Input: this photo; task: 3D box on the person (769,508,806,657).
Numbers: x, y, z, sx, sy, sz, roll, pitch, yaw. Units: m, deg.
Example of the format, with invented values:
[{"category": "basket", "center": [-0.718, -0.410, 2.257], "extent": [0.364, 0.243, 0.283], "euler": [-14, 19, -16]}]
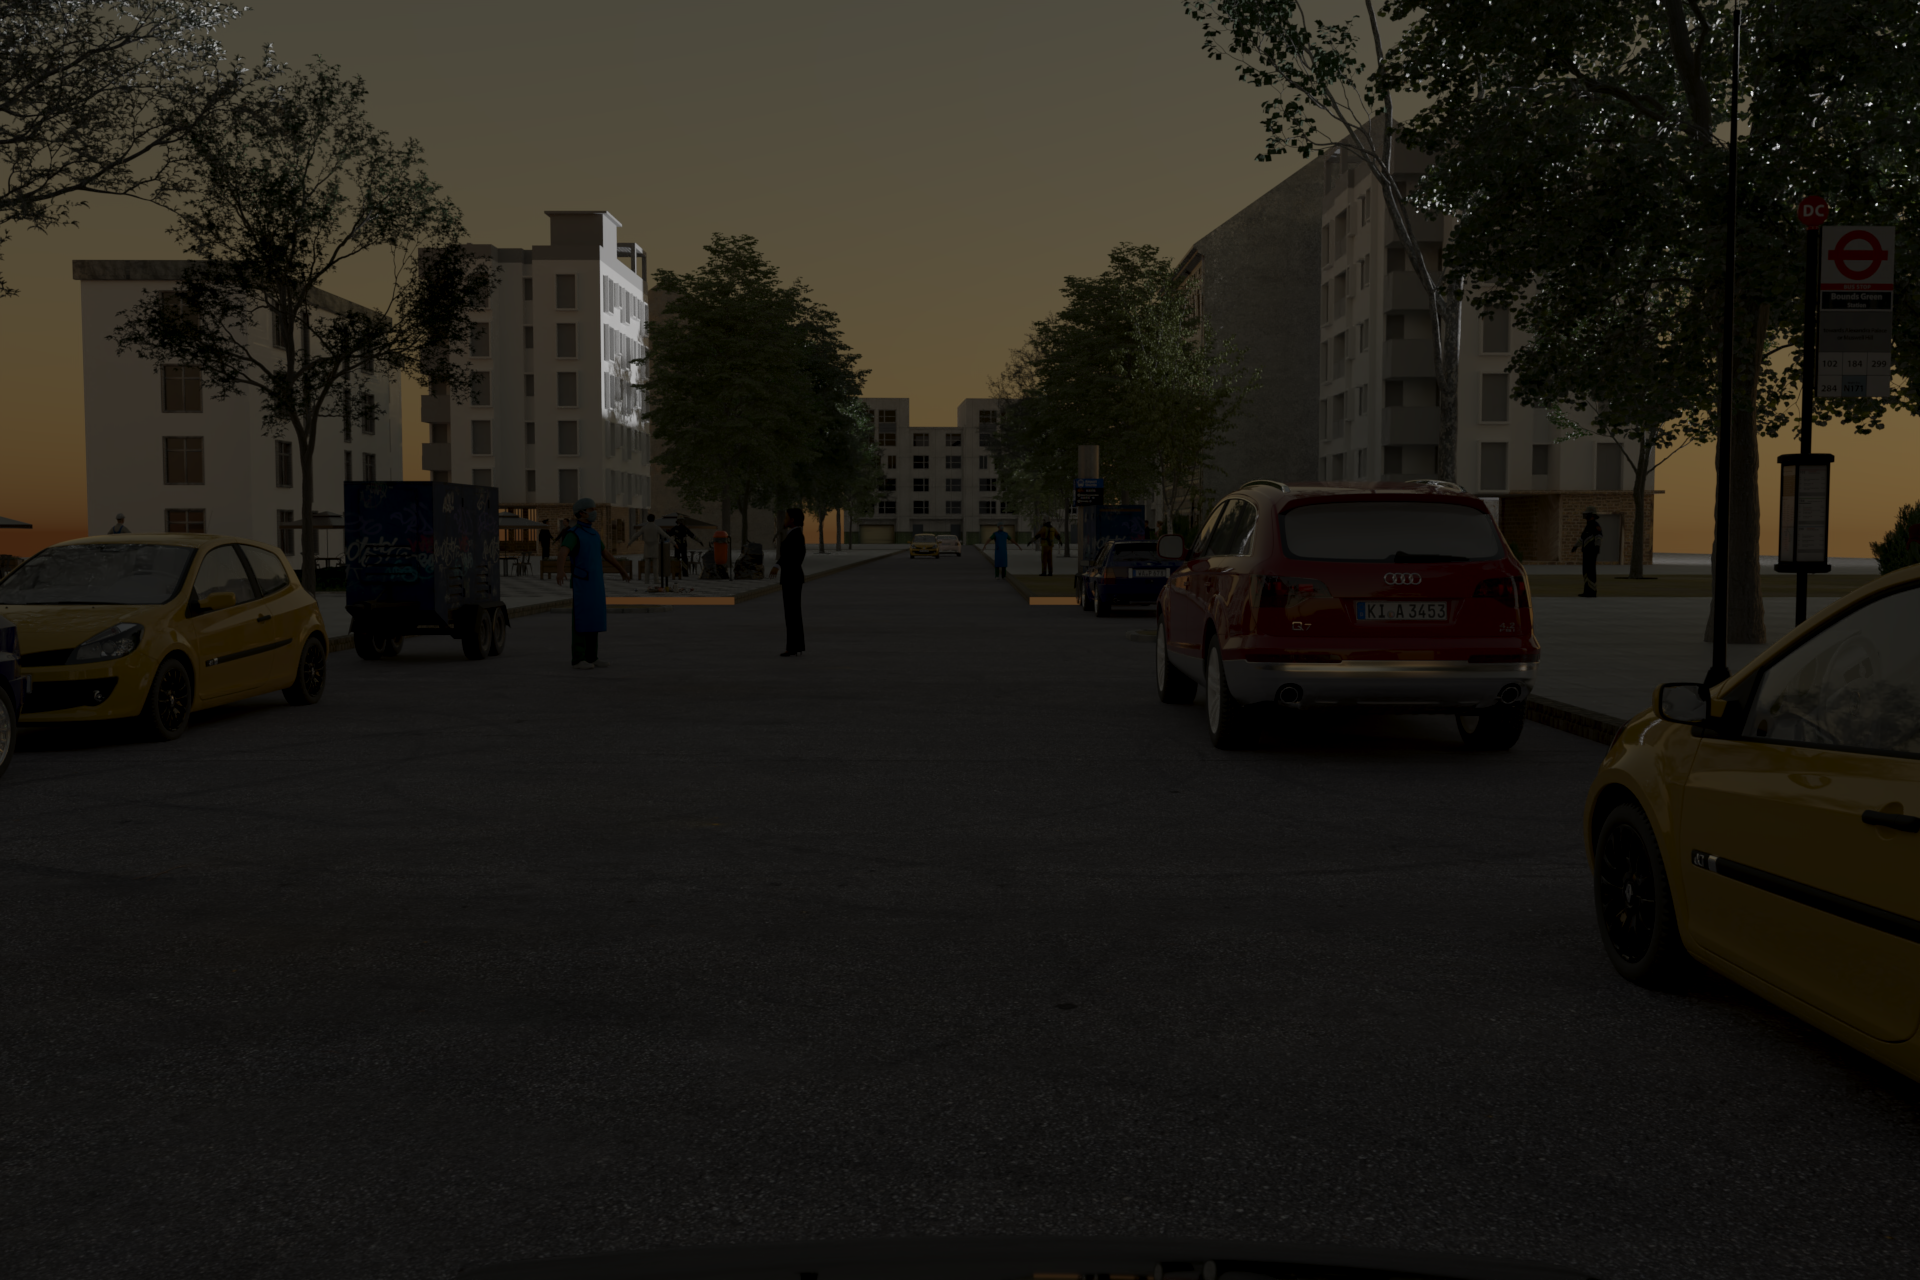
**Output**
[{"category": "person", "center": [-2.039, -0.685, 20.376], "extent": [0.721, 1.740, 1.216], "euler": [0, 4, 8]}]

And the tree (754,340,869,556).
[{"category": "tree", "center": [-9.212, -11.188, 101.057], "extent": [7.486, 12.596, 7.792], "euler": [0, 3, 0]}]

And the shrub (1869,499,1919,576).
[{"category": "shrub", "center": [20.222, -1.972, 36.660], "extent": [1.690, 2.028, 1.600], "euler": [0, 3, 0]}]

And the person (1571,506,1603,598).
[{"category": "person", "center": [12.724, -1.785, 35.057], "extent": [0.704, 1.845, 1.351], "euler": [0, 4, 0]}]

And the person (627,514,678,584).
[{"category": "person", "center": [-7.960, -2.358, 44.743], "extent": [1.347, 1.806, 0.705], "euler": [0, 4, 3]}]

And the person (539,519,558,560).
[{"category": "person", "center": [-15.007, -3.482, 62.867], "extent": [0.705, 1.837, 1.347], "euler": [-3, 5, -40]}]

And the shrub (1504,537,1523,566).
[{"category": "shrub", "center": [14.598, -2.154, 46.337], "extent": [1.383, 1.207, 1.383], "euler": [0, 3, 0]}]

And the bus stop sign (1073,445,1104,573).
[{"category": "bus stop sign", "center": [3.822, -3.825, 51.551], "extent": [0.837, 3.901, 0.837], "euler": [0, 4, 0]}]

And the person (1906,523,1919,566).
[{"category": "person", "center": [14.042, -0.986, 25.335], "extent": [0.599, 1.438, 0.989], "euler": [2, 4, 25]}]

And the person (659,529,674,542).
[{"category": "person", "center": [-11.439, -3.713, 66.854], "extent": [1.345, 1.843, 0.704], "euler": [-1, 4, -9]}]

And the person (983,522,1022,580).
[{"category": "person", "center": [1.298, -2.805, 54.438], "extent": [1.347, 1.817, 0.704], "euler": [-1, 4, -23]}]

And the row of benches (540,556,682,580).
[{"category": "row of benches", "center": [-9.744, -2.035, 48.729], "extent": [4.104, 0.672, 1.422], "euler": [1, 4, 9]}]

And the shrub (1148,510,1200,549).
[{"category": "shrub", "center": [6.289, -2.826, 50.632], "extent": [1.690, 2.028, 1.600], "euler": [0, 3, 0]}]

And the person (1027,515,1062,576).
[{"category": "person", "center": [2.634, -2.875, 52.772], "extent": [1.354, 1.858, 0.705], "euler": [-3, 4, -36]}]

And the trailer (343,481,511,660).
[{"category": "trailer", "center": [-6.126, -0.752, 19.340], "extent": [1.471, 1.999, 3.904], "euler": [0, 3, 0]}]

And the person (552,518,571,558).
[{"category": "person", "center": [-13.182, -3.167, 57.924], "extent": [1.346, 1.812, 0.704], "euler": [3, 5, 43]}]

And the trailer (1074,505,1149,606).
[{"category": "trailer", "center": [3.074, -1.747, 35.607], "extent": [1.471, 1.999, 3.904], "euler": [0, 4, -1]}]

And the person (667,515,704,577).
[{"category": "person", "center": [-8.361, -2.819, 51.868], "extent": [1.354, 1.856, 0.705], "euler": [-1, 4, -22]}]

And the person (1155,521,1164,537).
[{"category": "person", "center": [6.609, -3.143, 58.189], "extent": [0.721, 1.733, 1.217], "euler": [1, 4, 19]}]

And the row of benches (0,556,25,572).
[{"category": "row of benches", "center": [-26.849, -2.186, 51.197], "extent": [4.104, 0.672, 1.422], "euler": [-1, 4, -12]}]

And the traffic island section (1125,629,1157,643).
[{"category": "traffic island section", "center": [3.287, -0.050, 23.678], "extent": [1.991, 0.108, 1.994], "euler": [0, 4, 1]}]

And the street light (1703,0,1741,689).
[{"category": "street light", "center": [6.757, -2.535, 13.994], "extent": [1.470, 5.913, 1.316], "euler": [0, 4, 0]}]

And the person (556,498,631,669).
[{"category": "person", "center": [-3.963, -0.606, 18.490], "extent": [0.704, 1.817, 1.347], "euler": [1, 4, 20]}]

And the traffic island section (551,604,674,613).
[{"category": "traffic island section", "center": [-6.412, -0.575, 32.273], "extent": [1.991, 0.108, 1.994], "euler": [0, 4, 0]}]

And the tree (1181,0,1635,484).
[{"category": "tree", "center": [8.686, -10.910, 34.268], "extent": [12.611, 20.169, 13.585], "euler": [0, 3, 0]}]

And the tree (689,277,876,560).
[{"category": "tree", "center": [-8.826, -10.884, 84.616], "extent": [9.857, 13.997, 8.962], "euler": [0, 3, 0]}]

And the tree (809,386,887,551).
[{"category": "tree", "center": [-9.564, -12.986, 130.453], "extent": [7.486, 12.596, 7.792], "euler": [0, 3, 0]}]

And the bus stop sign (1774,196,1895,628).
[{"category": "bus stop sign", "center": [6.944, -1.533, 13.766], "extent": [0.855, 3.939, 0.416], "euler": [0, 3, 0]}]

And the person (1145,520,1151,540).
[{"category": "person", "center": [6.900, -3.564, 64.494], "extent": [0.704, 1.802, 1.346], "euler": [0, 4, -6]}]

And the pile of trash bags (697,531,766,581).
[{"category": "pile of trash bags", "center": [-6.496, -2.386, 48.767], "extent": [1.912, 1.369, 3.447], "euler": [0, 4, 0]}]

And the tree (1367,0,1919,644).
[{"category": "tree", "center": [9.208, -6.931, 19.984], "extent": [9.857, 13.997, 8.962], "euler": [0, 3, 0]}]

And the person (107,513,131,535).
[{"category": "person", "center": [-22.878, -2.533, 47.274], "extent": [1.347, 1.847, 0.705], "euler": [1, 4, 16]}]

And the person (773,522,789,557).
[{"category": "person", "center": [-7.445, -4.124, 73.553], "extent": [1.348, 1.813, 0.705], "euler": [-3, 5, -43]}]
